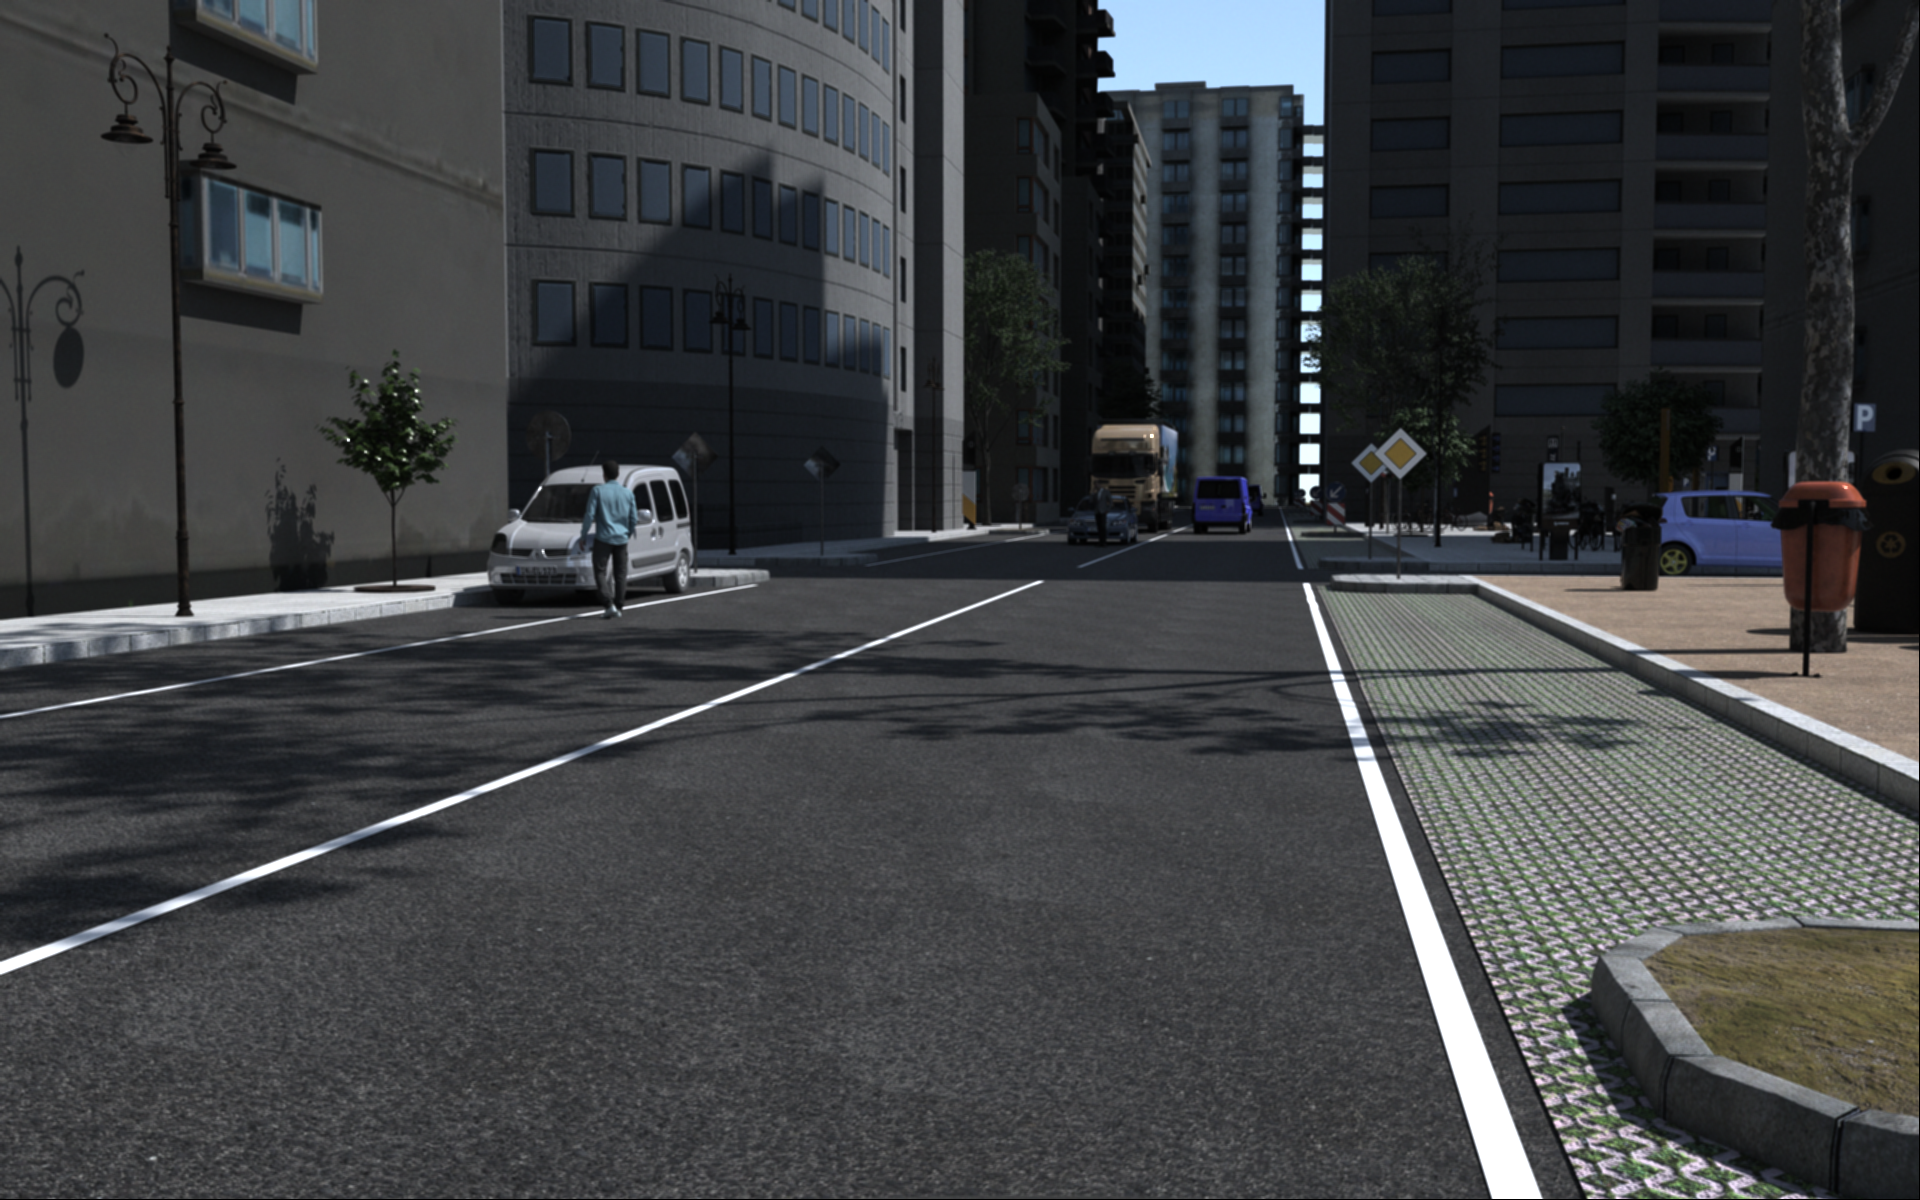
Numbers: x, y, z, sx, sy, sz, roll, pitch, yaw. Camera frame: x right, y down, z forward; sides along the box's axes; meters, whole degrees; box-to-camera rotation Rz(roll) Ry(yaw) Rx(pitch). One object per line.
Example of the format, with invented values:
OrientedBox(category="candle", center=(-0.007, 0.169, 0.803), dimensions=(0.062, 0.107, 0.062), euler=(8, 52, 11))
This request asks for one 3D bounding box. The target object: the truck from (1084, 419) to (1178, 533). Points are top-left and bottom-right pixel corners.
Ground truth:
OrientedBox(category="truck", center=(6.780, -4.774, 66.962), dimensions=(2.839, 4.237, 11.283), euler=(1, 4, 11))

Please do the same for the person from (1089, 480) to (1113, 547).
OrientedBox(category="person", center=(3.816, -2.339, 46.923), dimensions=(0.473, 1.802, 0.592), euler=(-3, 5, -40))

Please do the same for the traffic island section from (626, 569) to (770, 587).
OrientedBox(category="traffic island section", center=(-4.319, -0.359, 28.154), dimensions=(2.009, 0.180, 2.903), euler=(1, 4, 10))

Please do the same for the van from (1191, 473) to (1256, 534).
OrientedBox(category="van", center=(9.648, -3.616, 63.504), dimensions=(2.240, 2.365, 5.245), euler=(1, 4, 12))

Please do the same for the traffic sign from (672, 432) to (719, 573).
OrientedBox(category="traffic sign", center=(-4.294, -1.495, 28.088), dimensions=(0.795, 2.450, 0.064), euler=(1, 4, 10))

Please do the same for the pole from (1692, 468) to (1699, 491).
OrientedBox(category="pole", center=(22.286, -3.586, 52.472), dimensions=(0.158, 3.312, 0.155), euler=(0, 3, 0))

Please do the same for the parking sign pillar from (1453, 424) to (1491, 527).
OrientedBox(category="parking sign pillar", center=(19.804, -4.806, 67.050), dimensions=(1.447, 3.967, 1.447), euler=(0, 4, -8))

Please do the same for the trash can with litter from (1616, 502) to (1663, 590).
OrientedBox(category="trash can with litter", center=(9.085, -0.731, 23.347), dimensions=(0.624, 1.170, 1.055), euler=(1, 4, 12))

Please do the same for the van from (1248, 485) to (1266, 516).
OrientedBox(category="van", center=(19.083, -6.738, 114.552), dimensions=(2.240, 2.365, 5.245), euler=(1, 4, 11))

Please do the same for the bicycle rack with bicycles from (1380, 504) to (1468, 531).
OrientedBox(category="bicycle rack with bicycles", center=(16.165, -2.933, 61.335), dimensions=(2.852, 0.926, 2.925), euler=(-1, 4, -19))

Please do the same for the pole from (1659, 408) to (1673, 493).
OrientedBox(category="pole", center=(16.726, -2.893, 41.136), dimensions=(0.158, 3.312, 0.155), euler=(0, 3, 0))

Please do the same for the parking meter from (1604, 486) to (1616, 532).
OrientedBox(category="parking meter", center=(21.778, -3.035, 58.040), dimensions=(0.372, 1.533, 0.369), euler=(0, 3, 0))

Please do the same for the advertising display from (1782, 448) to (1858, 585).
OrientedBox(category="advertising display", center=(12.084, -1.172, 24.370), dimensions=(0.974, 1.923, 0.123), euler=(0, 4, 4))

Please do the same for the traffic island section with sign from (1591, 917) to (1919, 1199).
OrientedBox(category="traffic island section with sign", center=(2.654, 0.273, 4.159), dimensions=(1.989, 1.847, 2.006), euler=(1, 4, 10))

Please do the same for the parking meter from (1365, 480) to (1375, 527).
OrientedBox(category="parking meter", center=(16.079, -3.806, 67.944), dimensions=(0.255, 1.863, 0.399), euler=(-1, 4, -14))

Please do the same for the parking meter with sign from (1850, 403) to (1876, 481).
OrientedBox(category="parking meter with sign", center=(17.086, -2.317, 34.140), dimensions=(0.543, 3.016, 1.738), euler=(-1, 4, -19))

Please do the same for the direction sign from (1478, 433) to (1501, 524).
OrientedBox(category="direction sign", center=(19.599, -4.415, 64.178), dimensions=(0.876, 3.537, 0.379), euler=(3, 5, 45))

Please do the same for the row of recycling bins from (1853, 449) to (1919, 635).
OrientedBox(category="row of recycling bins", center=(9.198, -0.474, 14.857), dimensions=(1.069, 1.692, 3.534), euler=(-1, 4, -16))

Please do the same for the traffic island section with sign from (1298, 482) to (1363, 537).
OrientedBox(category="traffic island section with sign", center=(12.493, -3.033, 58.217), dimensions=(1.989, 1.847, 2.006), euler=(1, 4, 10))

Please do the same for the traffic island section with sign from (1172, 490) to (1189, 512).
OrientedBox(category="traffic island section with sign", center=(20.538, -9.429, 162.784), dimensions=(1.989, 1.847, 2.006), euler=(1, 4, 10))

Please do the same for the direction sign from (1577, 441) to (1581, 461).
OrientedBox(category="direction sign", center=(26.476, -5.027, 74.182), dimensions=(0.379, 3.537, 0.876), euler=(1, 4, 13))

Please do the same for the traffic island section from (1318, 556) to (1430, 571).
OrientedBox(category="traffic island section", center=(8.073, -0.718, 34.016), dimensions=(2.009, 0.180, 2.903), euler=(1, 4, 10))

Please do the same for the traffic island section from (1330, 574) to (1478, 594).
OrientedBox(category="traffic island section", center=(6.642, -0.237, 26.160), dimensions=(2.009, 0.180, 2.903), euler=(1, 4, 10))

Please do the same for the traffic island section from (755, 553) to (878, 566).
OrientedBox(category="traffic island section", center=(-2.888, -0.840, 36.010), dimensions=(2.009, 0.180, 2.903), euler=(1, 4, 10))

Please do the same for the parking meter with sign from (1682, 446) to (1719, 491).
OrientedBox(category="parking meter with sign", center=(26.435, -4.049, 62.469), dimensions=(1.738, 3.016, 0.543), euler=(-1, 4, -17))

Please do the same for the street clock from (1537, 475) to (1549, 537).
OrientedBox(category="street clock", center=(17.523, -2.890, 51.823), dimensions=(0.471, 2.002, 0.358), euler=(0, 3, 0))

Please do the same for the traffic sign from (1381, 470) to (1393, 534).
OrientedBox(category="traffic sign", center=(13.622, -3.364, 55.103), dimensions=(0.768, 2.556, 0.104), euler=(1, 4, 13))

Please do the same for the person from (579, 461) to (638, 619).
OrientedBox(category="person", center=(-4.047, -0.707, 20.073), dimensions=(0.660, 1.820, 0.620), euler=(-3, 4, -36))

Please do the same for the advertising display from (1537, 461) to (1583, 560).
OrientedBox(category="advertising display", center=(11.634, -1.737, 33.611), dimensions=(0.974, 1.923, 0.123), euler=(-1, 4, -21))

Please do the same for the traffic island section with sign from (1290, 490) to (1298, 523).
OrientedBox(category="traffic island section with sign", center=(17.351, -4.666, 84.912), dimensions=(1.989, 1.847, 2.006), euler=(1, 4, 10))

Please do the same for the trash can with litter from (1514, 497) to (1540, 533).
OrientedBox(category="trash can with litter", center=(18.799, -2.791, 57.023), dimensions=(1.055, 1.170, 0.624), euler=(-2, 4, -28))

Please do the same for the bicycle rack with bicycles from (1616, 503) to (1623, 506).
OrientedBox(category="bicycle rack with bicycles", center=(28.000, -3.552, 71.459), dimensions=(2.852, 0.926, 2.925), euler=(3, 4, 36))

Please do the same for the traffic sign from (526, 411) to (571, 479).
OrientedBox(category="traffic sign", center=(-6.318, -1.616, 26.534), dimensions=(0.768, 2.556, 0.104), euler=(1, 4, 16))

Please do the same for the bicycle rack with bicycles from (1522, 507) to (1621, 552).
OrientedBox(category="bicycle rack with bicycles", center=(13.918, -1.585, 39.291), dimensions=(2.852, 0.926, 2.925), euler=(1, 4, 13))

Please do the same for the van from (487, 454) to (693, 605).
OrientedBox(category="van", center=(-4.994, -1.021, 23.712), dimensions=(2.013, 2.044, 4.112), euler=(1, 4, 9))

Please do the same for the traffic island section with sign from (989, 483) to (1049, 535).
OrientedBox(category="traffic island section with sign", center=(2.151, -3.252, 61.804), dimensions=(1.989, 1.847, 2.006), euler=(1, 4, 10))

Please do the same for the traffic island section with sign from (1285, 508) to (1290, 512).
OrientedBox(category="traffic island section with sign", center=(26.376, -7.695, 134.440), dimensions=(1.989, 1.847, 2.006), euler=(1, 4, 10))
